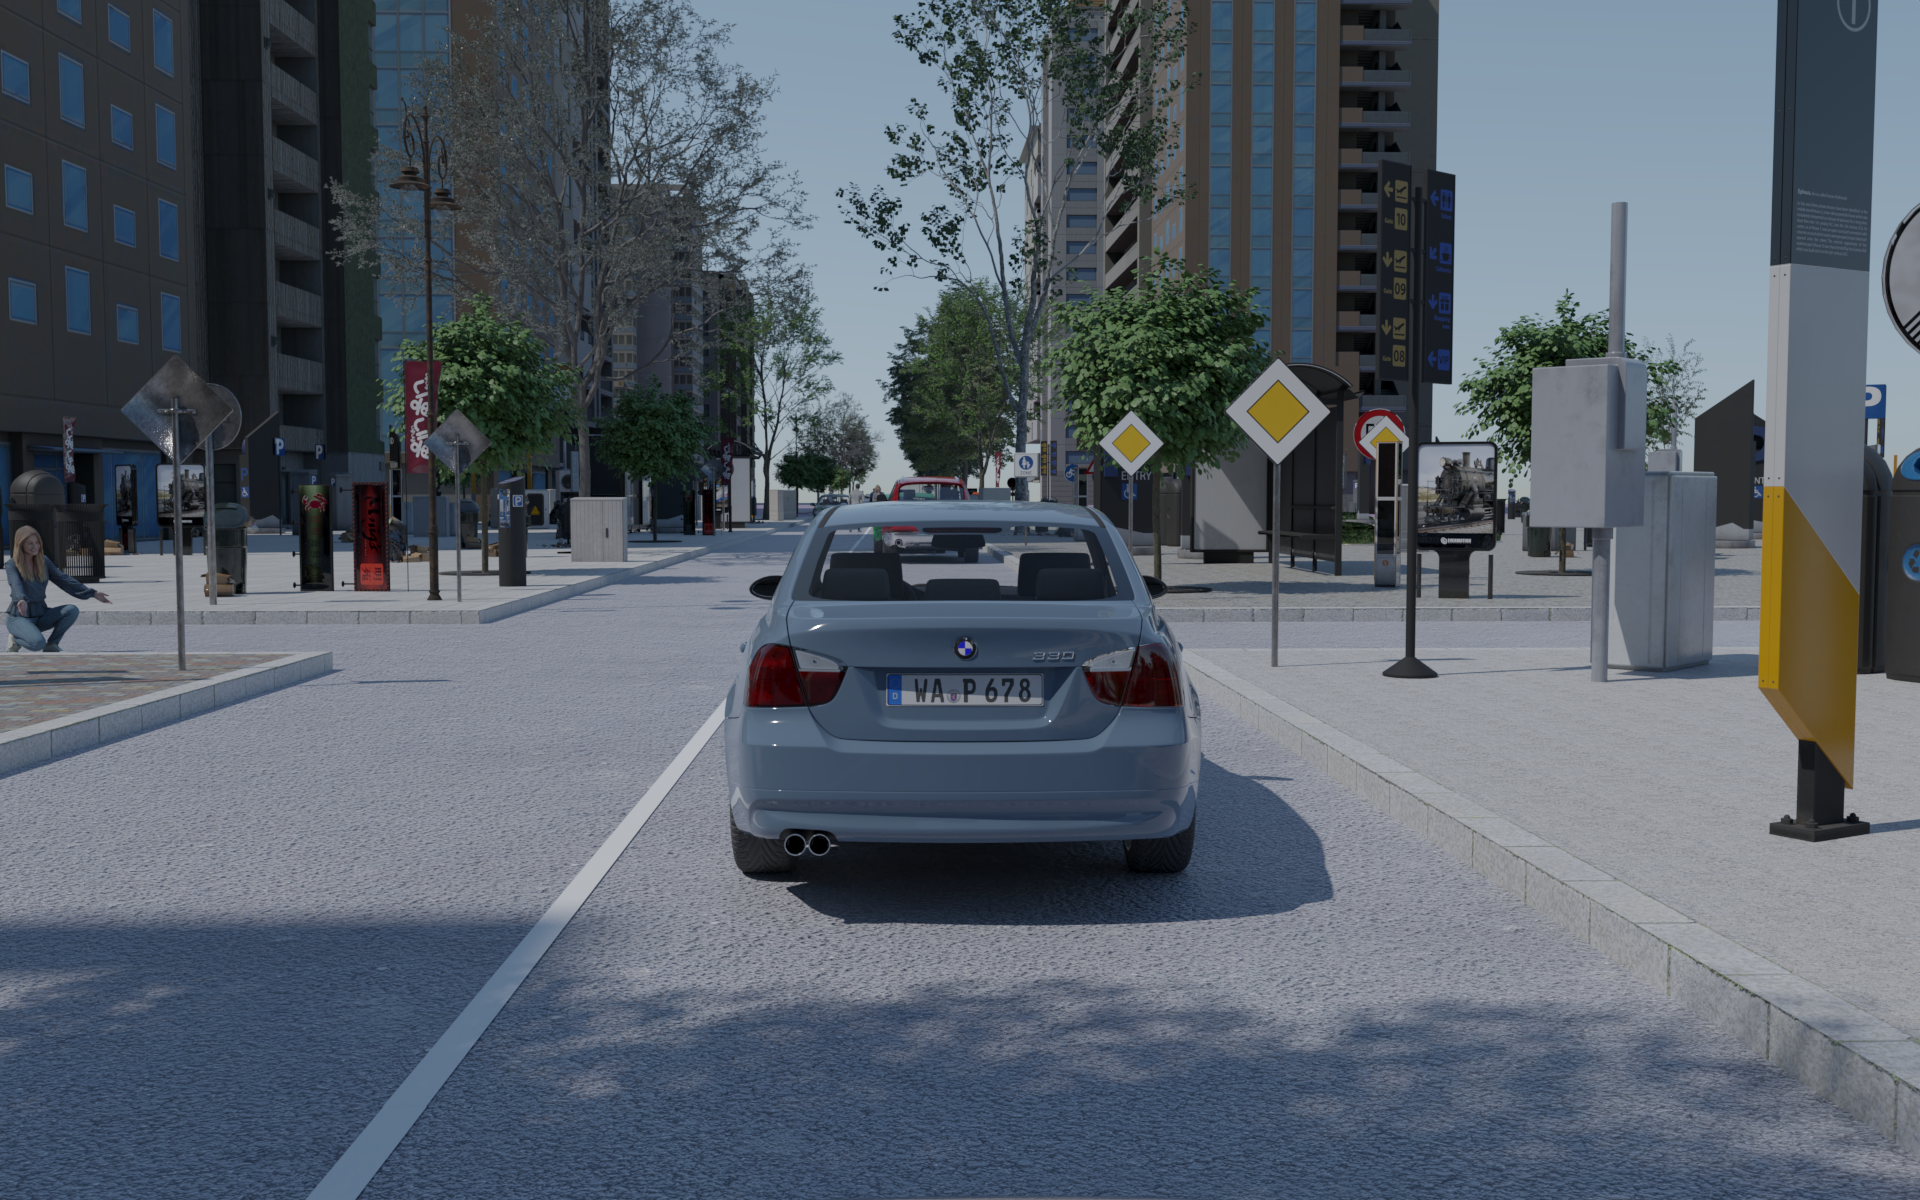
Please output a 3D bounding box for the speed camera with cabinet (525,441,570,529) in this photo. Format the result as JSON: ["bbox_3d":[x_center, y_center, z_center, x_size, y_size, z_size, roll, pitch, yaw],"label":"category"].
[{"bbox_3d":[-15.107,-4.231,63.521,2.038,3.252,0.660,-2,4,-29],"label":"speed camera with cabinet"}]

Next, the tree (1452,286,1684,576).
[{"bbox_3d":[9.608,-2.688,27.660,4.285,4.588,4.351,0,3,0],"label":"tree"}]

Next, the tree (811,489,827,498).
[{"bbox_3d":[-11.411,-8.993,141.633,1.663,3.219,1.824,0,3,0],"label":"tree"}]

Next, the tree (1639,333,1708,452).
[{"bbox_3d":[31.959,-7.848,78.675,4.360,8.622,3.978,0,3,0],"label":"tree"}]

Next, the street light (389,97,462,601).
[{"bbox_3d":[-6.348,-2.933,20.745,0.468,5.910,1.993,0,4,-2],"label":"street light"}]

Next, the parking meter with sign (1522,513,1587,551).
[{"bbox_3d":[13.463,-2.610,38.938,1.738,3.016,0.543,-2,4,-25],"label":"parking meter with sign"}]

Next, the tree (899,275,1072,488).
[{"bbox_3d":[1.187,-9.498,81.052,9.928,11.665,9.643,0,3,0],"label":"tree"}]

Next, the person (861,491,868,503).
[{"bbox_3d":[-8.798,-9.084,157.738,0.721,1.743,1.217,3,4,37],"label":"person"}]

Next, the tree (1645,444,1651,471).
[{"bbox_3d":[21.840,-3.740,55.747,1.663,3.219,1.824,0,3,0],"label":"tree"}]

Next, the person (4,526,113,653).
[{"bbox_3d":[-8.063,-0.083,15.364,0.738,1.151,1.012,2,4,31],"label":"person"}]

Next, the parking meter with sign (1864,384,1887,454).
[{"bbox_3d":[14.000,-1.876,26.930,0.543,3.016,1.738,2,4,31],"label":"parking meter with sign"}]

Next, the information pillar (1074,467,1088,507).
[{"bbox_3d":[3.284,-2.602,47.043,0.304,2.012,0.304,-1,4,-15],"label":"information pillar"}]

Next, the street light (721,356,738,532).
[{"bbox_3d":[-7.729,-5.219,58.118,0.468,5.910,1.993,0,4,-2],"label":"street light"}]

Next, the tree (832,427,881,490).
[{"bbox_3d":[-14.666,-18.417,235.527,8.767,10.594,7.601,1,4,9],"label":"tree"}]

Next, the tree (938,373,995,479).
[{"bbox_3d":[0.233,-9.091,98.994,4.737,8.622,4.395,0,3,0],"label":"tree"}]

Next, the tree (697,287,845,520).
[{"bbox_3d":[-9.518,-9.779,85.644,9.928,11.665,9.643,0,3,0],"label":"tree"}]

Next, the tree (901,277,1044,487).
[{"bbox_3d":[0.656,-10.574,91.008,7.486,12.596,7.792,0,3,0],"label":"tree"}]

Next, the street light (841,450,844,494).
[{"bbox_3d":[-12.200,-12.690,180.267,0.468,5.910,1.993,0,4,-2],"label":"street light"}]

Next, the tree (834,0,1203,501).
[{"bbox_3d":[2.111,-12.357,57.924,12.611,20.169,13.585,0,3,0],"label":"tree"}]

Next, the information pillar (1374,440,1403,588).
[{"bbox_3d":[5.910,-1.186,23.888,0.304,2.012,0.304,2,4,27],"label":"information pillar"}]

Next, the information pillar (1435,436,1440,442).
[{"bbox_3d":[19.289,-4.803,69.889,0.183,3.616,0.504,-1,4,-12],"label":"information pillar"}]

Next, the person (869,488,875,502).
[{"bbox_3d":[-5.899,-6.805,119.623,0.709,1.838,0.599,1,4,13],"label":"person"}]

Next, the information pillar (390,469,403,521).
[{"bbox_3d":[-16.315,-2.793,50.161,0.304,2.012,0.304,-1,4,-23],"label":"information pillar"}]

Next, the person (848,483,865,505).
[{"bbox_3d":[-3.905,-3.476,65.185,0.661,1.843,0.795,1,4,13],"label":"person"}]

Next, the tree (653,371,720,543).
[{"bbox_3d":[-8.093,-3.814,46.077,4.285,4.588,4.351,0,3,0],"label":"tree"}]

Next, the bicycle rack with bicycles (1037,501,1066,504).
[{"bbox_3d":[3.493,-4.394,85.216,2.925,0.926,2.852,-1,4,-17],"label":"bicycle rack with bicycles"}]

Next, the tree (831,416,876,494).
[{"bbox_3d":[-15.502,-20.316,250.287,7.486,12.596,7.792,0,3,0],"label":"tree"}]

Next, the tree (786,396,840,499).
[{"bbox_3d":[-10.721,-10.885,128.330,4.360,8.622,3.978,0,3,0],"label":"tree"}]

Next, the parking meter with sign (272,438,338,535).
[{"bbox_3d":[-20.357,-3.516,53.745,1.738,3.016,0.543,1,4,10],"label":"parking meter with sign"}]

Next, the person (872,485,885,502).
[{"bbox_3d":[-3.143,-3.588,67.351,0.537,1.800,0.526,0,4,1],"label":"person"}]

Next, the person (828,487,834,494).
[{"bbox_3d":[-6.634,-4.933,89.378,0.641,1.798,0.478,-1,4,-20],"label":"person"}]

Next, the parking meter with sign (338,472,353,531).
[{"bbox_3d":[-21.821,-3.971,61.187,0.543,3.016,1.738,3,4,38],"label":"parking meter with sign"}]

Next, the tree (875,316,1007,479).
[{"bbox_3d":[-0.876,-12.699,114.287,9.857,13.997,8.962,0,3,0],"label":"tree"}]

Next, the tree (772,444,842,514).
[{"bbox_3d":[-10.674,-7.976,114.126,4.285,4.588,4.351,0,3,0],"label":"tree"}]

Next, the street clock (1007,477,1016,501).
[{"bbox_3d":[2.297,-4.327,75.311,0.471,2.002,0.358,2,4,29],"label":"street clock"}]

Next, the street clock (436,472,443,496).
[{"bbox_3d":[-16.797,-3.121,55.591,0.471,2.002,0.358,3,4,36],"label":"street clock"}]

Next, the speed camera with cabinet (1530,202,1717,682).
[{"bbox_3d":[4.811,-1.110,12.479,0.660,3.252,2.038,3,5,43],"label":"speed camera with cabinet"}]

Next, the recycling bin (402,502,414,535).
[{"bbox_3d":[-17.649,-2.609,55.214,0.722,1.027,0.722,0,4,3],"label":"recycling bin"}]

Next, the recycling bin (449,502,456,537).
[{"bbox_3d":[-15.353,-2.456,52.707,0.722,1.027,0.722,2,4,30],"label":"recycling bin"}]

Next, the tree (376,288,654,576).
[{"bbox_3d":[-7.712,-2.689,27.686,4.285,4.588,4.351,0,3,0],"label":"tree"}]

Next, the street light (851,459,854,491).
[{"bbox_3d":[-13.517,-14.974,217.617,0.468,5.910,1.993,0,4,-2],"label":"street light"}]

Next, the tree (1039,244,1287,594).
[{"bbox_3d":[2.697,-2.398,22.925,4.285,4.588,4.351,0,3,0],"label":"tree"}]

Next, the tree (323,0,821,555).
[{"bbox_3d":[-8.024,-7.727,36.710,12.009,13.543,11.850,0,3,0],"label":"tree"}]

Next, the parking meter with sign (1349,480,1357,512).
[{"bbox_3d":[20.340,-5.633,88.353,0.543,3.016,1.738,2,4,33],"label":"parking meter with sign"}]

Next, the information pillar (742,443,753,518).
[{"bbox_3d":[-9.802,-5.429,80.118,0.504,3.616,0.183,0,4,1],"label":"information pillar"}]

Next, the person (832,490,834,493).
[{"bbox_3d":[-7.507,-5.680,102.298,0.756,1.711,0.436,3,4,37],"label":"person"}]

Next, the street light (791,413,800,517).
[{"bbox_3d":[-9.181,-7.608,97.177,0.468,5.910,1.993,0,4,-2],"label":"street light"}]

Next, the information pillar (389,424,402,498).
[{"bbox_3d":[-18.890,-4.070,57.897,0.504,3.616,0.183,3,4,39],"label":"information pillar"}]

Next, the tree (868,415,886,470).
[{"bbox_3d":[-13.869,-17.927,203.473,12.009,13.543,11.850,0,3,0],"label":"tree"}]

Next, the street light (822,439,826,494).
[{"bbox_3d":[-10.562,-9.892,134.524,0.468,5.910,1.993,0,4,-2],"label":"street light"}]

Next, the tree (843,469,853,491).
[{"bbox_3d":[-10.100,-8.435,121.618,4.285,4.588,4.351,0,3,0],"label":"tree"}]
